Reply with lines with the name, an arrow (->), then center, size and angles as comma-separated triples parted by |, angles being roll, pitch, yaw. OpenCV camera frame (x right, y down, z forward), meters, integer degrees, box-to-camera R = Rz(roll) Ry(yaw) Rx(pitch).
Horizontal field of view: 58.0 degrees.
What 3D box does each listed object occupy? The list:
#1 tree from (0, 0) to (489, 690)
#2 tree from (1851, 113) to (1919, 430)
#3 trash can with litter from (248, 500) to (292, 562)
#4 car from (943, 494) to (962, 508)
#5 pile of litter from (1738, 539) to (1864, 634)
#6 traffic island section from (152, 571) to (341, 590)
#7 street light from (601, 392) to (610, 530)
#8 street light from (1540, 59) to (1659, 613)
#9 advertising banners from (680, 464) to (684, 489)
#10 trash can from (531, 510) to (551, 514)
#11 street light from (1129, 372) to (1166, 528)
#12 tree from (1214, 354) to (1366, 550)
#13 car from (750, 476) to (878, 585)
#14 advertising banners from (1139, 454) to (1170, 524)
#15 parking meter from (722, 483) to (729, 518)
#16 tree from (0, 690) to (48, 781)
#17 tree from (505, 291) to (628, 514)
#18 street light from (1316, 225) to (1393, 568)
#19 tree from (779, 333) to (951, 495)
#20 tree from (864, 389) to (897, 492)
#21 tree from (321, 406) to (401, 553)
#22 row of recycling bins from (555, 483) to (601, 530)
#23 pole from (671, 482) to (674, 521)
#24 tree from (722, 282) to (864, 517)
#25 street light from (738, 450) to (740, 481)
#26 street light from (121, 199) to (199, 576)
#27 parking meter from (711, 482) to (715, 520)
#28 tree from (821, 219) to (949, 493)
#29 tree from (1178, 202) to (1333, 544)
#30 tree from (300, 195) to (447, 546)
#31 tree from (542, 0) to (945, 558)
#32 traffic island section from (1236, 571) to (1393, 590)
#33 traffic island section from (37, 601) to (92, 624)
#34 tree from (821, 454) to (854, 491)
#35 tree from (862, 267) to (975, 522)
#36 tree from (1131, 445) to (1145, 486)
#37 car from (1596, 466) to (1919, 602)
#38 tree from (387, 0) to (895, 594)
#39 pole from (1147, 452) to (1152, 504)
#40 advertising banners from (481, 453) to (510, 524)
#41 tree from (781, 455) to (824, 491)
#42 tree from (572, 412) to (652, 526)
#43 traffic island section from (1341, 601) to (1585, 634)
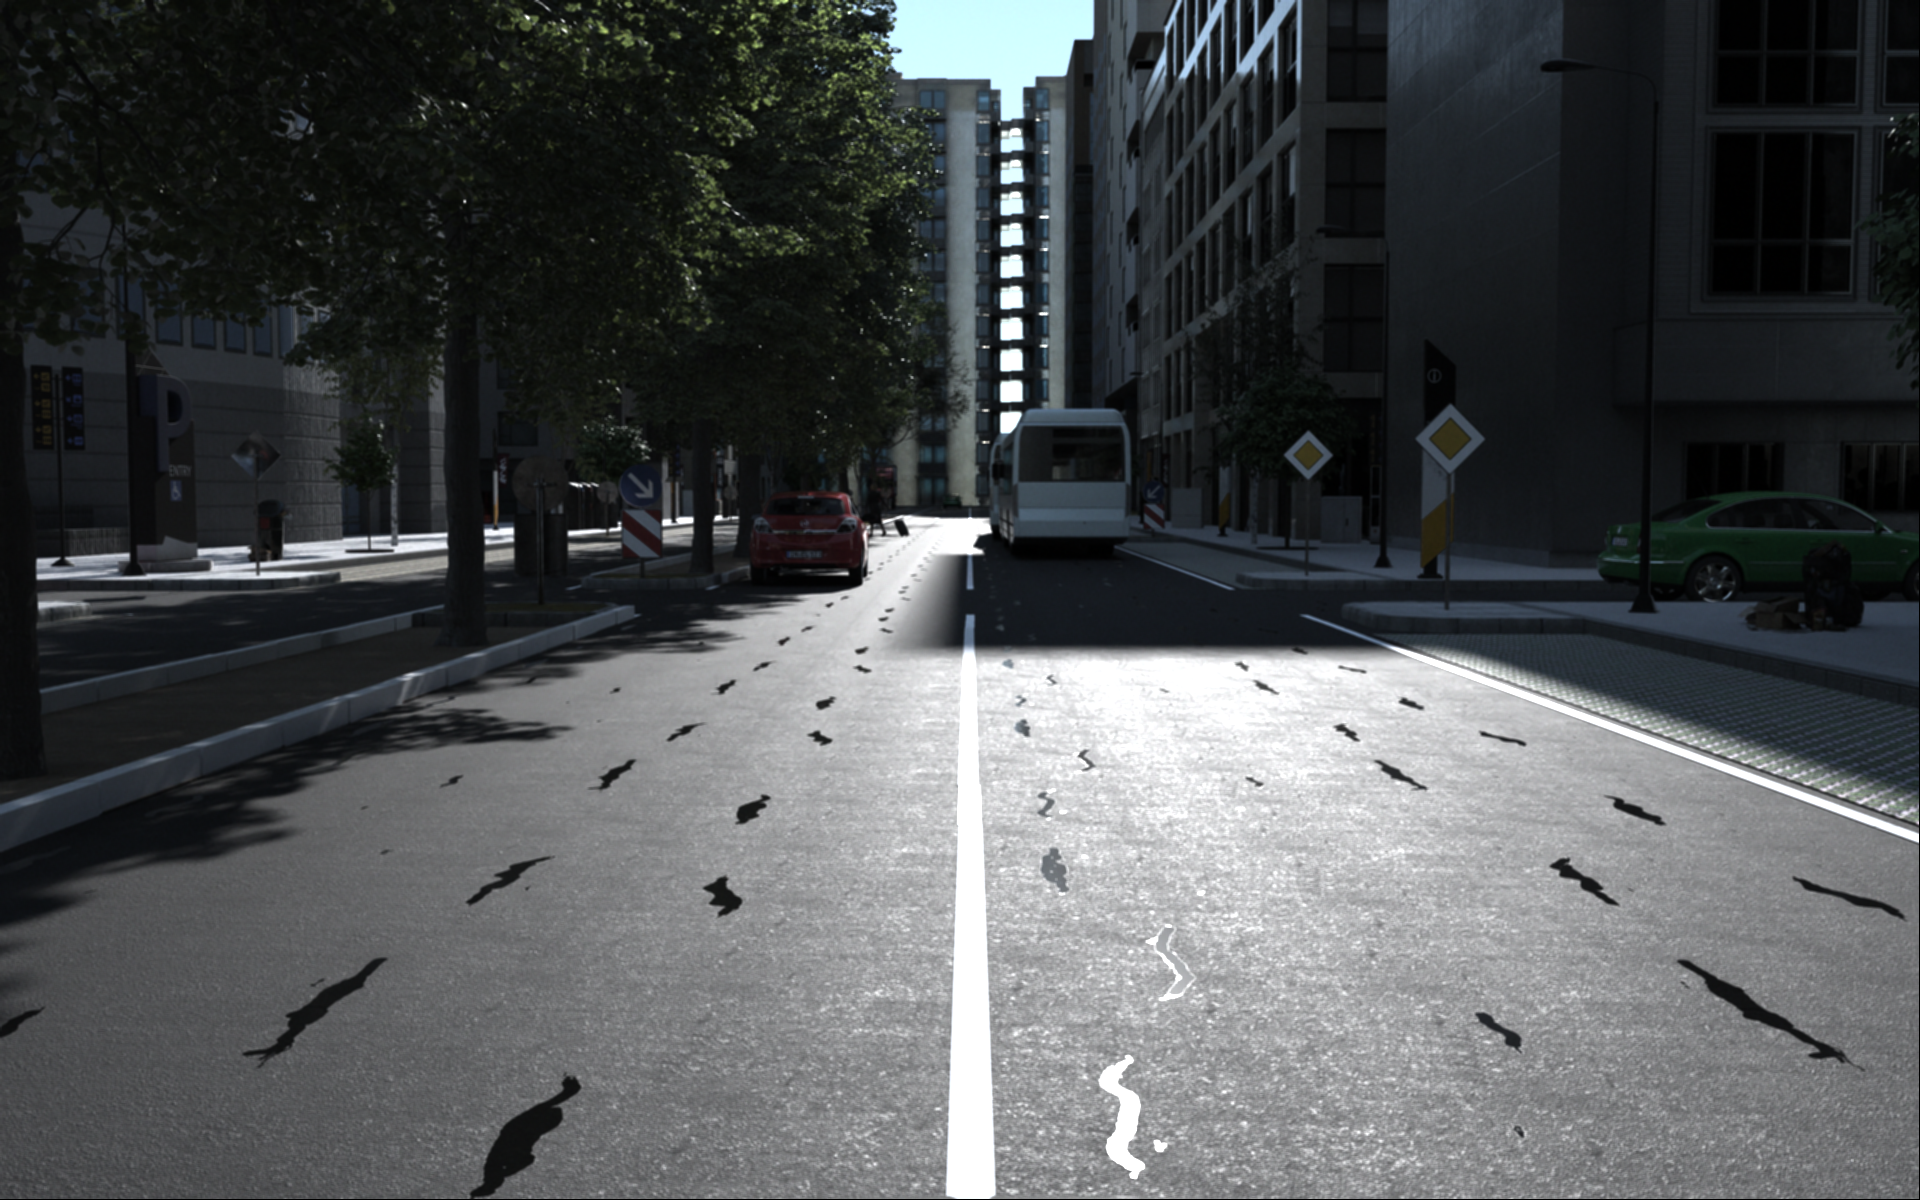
tree -> -4.771, -5.858, 16.362 | 7.486, 12.596, 7.792 | 0, 3, 0
tree -> 7.716, -1.702, 11.540 | 4.285, 4.588, 4.351 | 0, 3, 0
trash can with litter -> -13.248, -1.334, 33.190 | 0.624, 1.170, 1.055 | 0, 4, -5
car -> -0.739, -10.082, 173.638 | 1.959, 1.807, 4.718 | 0, 4, 2
pile of litter -> 8.075, -0.167, 16.696 | 1.719, 0.858, 1.176 | -3, 4, -36
traffic island section -> -11.080, -0.306, 27.289 | 2.009, 0.180, 2.903 | 0, 4, 0
street light -> -12.330, -5.513, 62.681 | 1.470, 5.913, 1.316 | 0, 4, 0
street light -> 6.895, -2.821, 18.660 | 1.470, 5.913, 1.316 | 0, 4, 0
advertising banners -> -15.833, -6.370, 100.336 | 0.090, 3.025, 2.074 | -2, 4, -28
trash can -> -13.266, -2.642, 54.855 | 0.748, 1.137, 0.748 | 0, 3, 0
street light -> 7.136, -5.714, 65.972 | 1.470, 5.913, 1.316 | 0, 4, 0
tree -> 7.695, -3.459, 40.275 | 4.285, 4.588, 4.351 | 0, 3, 0
car -> -2.454, -1.208, 28.790 | 2.155, 1.783, 4.494 | 0, 4, -2
advertising banners -> 8.381, -4.788, 74.474 | 2.074, 3.025, 0.090 | -3, 5, -44
parking meter -> -12.397, -5.248, 91.521 | 0.255, 1.863, 0.399 | 1, 4, 8
tree -> -4.956, -5.395, 8.791 | 7.486, 12.596, 7.792 | 0, 3, 0
tree -> -13.450, -6.617, 58.555 | 4.737, 8.622, 4.395 | 0, 3, 0
street light -> 6.858, -3.521, 30.114 | 1.470, 5.913, 1.316 | 0, 4, 0
tree -> -4.524, -8.165, 70.362 | 8.767, 10.594, 7.601 | 0, 4, 0
tree -> -4.488, -7.635, 77.651 | 4.737, 8.622, 4.395 | 0, 3, 0
tree -> -13.158, -2.660, 38.098 | 1.663, 3.219, 1.824 | 0, 3, 0
row of recycling bins -> -13.830, -3.396, 62.643 | 1.069, 1.692, 3.534 | 0, 4, 5
pole -> -13.807, -5.475, 83.357 | 0.158, 3.312, 0.155 | 0, 3, 0
tree -> -4.996, -5.728, 46.471 | 4.737, 8.622, 4.395 | 0, 3, 0
street light -> -12.100, -7.741, 99.105 | 1.470, 5.913, 1.316 | 0, 4, 0
street light -> -12.452, -3.334, 27.053 | 1.470, 5.913, 1.316 | 0, 4, 0
parking meter -> -12.447, -4.935, 86.405 | 0.399, 1.863, 0.255 | 3, 5, 43
tree -> -4.154, -8.151, 61.480 | 9.928, 11.665, 9.643 | 0, 3, 0
tree -> 7.578, -5.758, 44.498 | 4.360, 8.622, 3.978 | 0, 3, 0
tree -> -14.117, -5.657, 42.862 | 4.737, 8.622, 4.395 | 0, 3, 0
tree -> -4.782, -7.931, 38.790 | 9.857, 13.997, 8.962 | 0, 3, 0
traffic island section -> 5.461, -0.300, 27.188 | 2.009, 0.180, 2.903 | 0, 4, 0
traffic island section -> -11.127, 0.182, 19.304 | 2.009, 0.180, 2.903 | 0, 4, 0
tree -> -12.480, -14.057, 180.195 | 4.360, 8.622, 3.978 | 0, 3, 0
tree -> -4.306, -10.639, 86.774 | 12.009, 13.543, 11.850 | 0, 3, 0
tree -> 8.033, -6.581, 91.314 | 4.285, 4.588, 4.351 | 0, 3, 0
car -> 10.784, -0.834, 22.436 | 4.718, 1.807, 1.959 | 0, 4, 1
tree -> -4.460, -6.650, 29.307 | 7.486, 12.596, 7.792 | 0, 3, 0
pole -> 9.096, -5.468, 83.251 | 0.158, 3.312, 0.155 | 0, 3, 0
advertising banners -> -20.297, -4.768, 74.143 | 2.074, 3.025, 0.090 | 0, 4, -1
tree -> -13.297, -10.140, 149.501 | 4.285, 4.588, 4.351 | 0, 3, 0
tree -> -14.006, -5.246, 69.482 | 4.285, 4.588, 4.351 | 0, 3, 0
traffic island section -> 5.414, 0.188, 19.203 | 2.009, 0.180, 2.903 | 0, 4, 0
